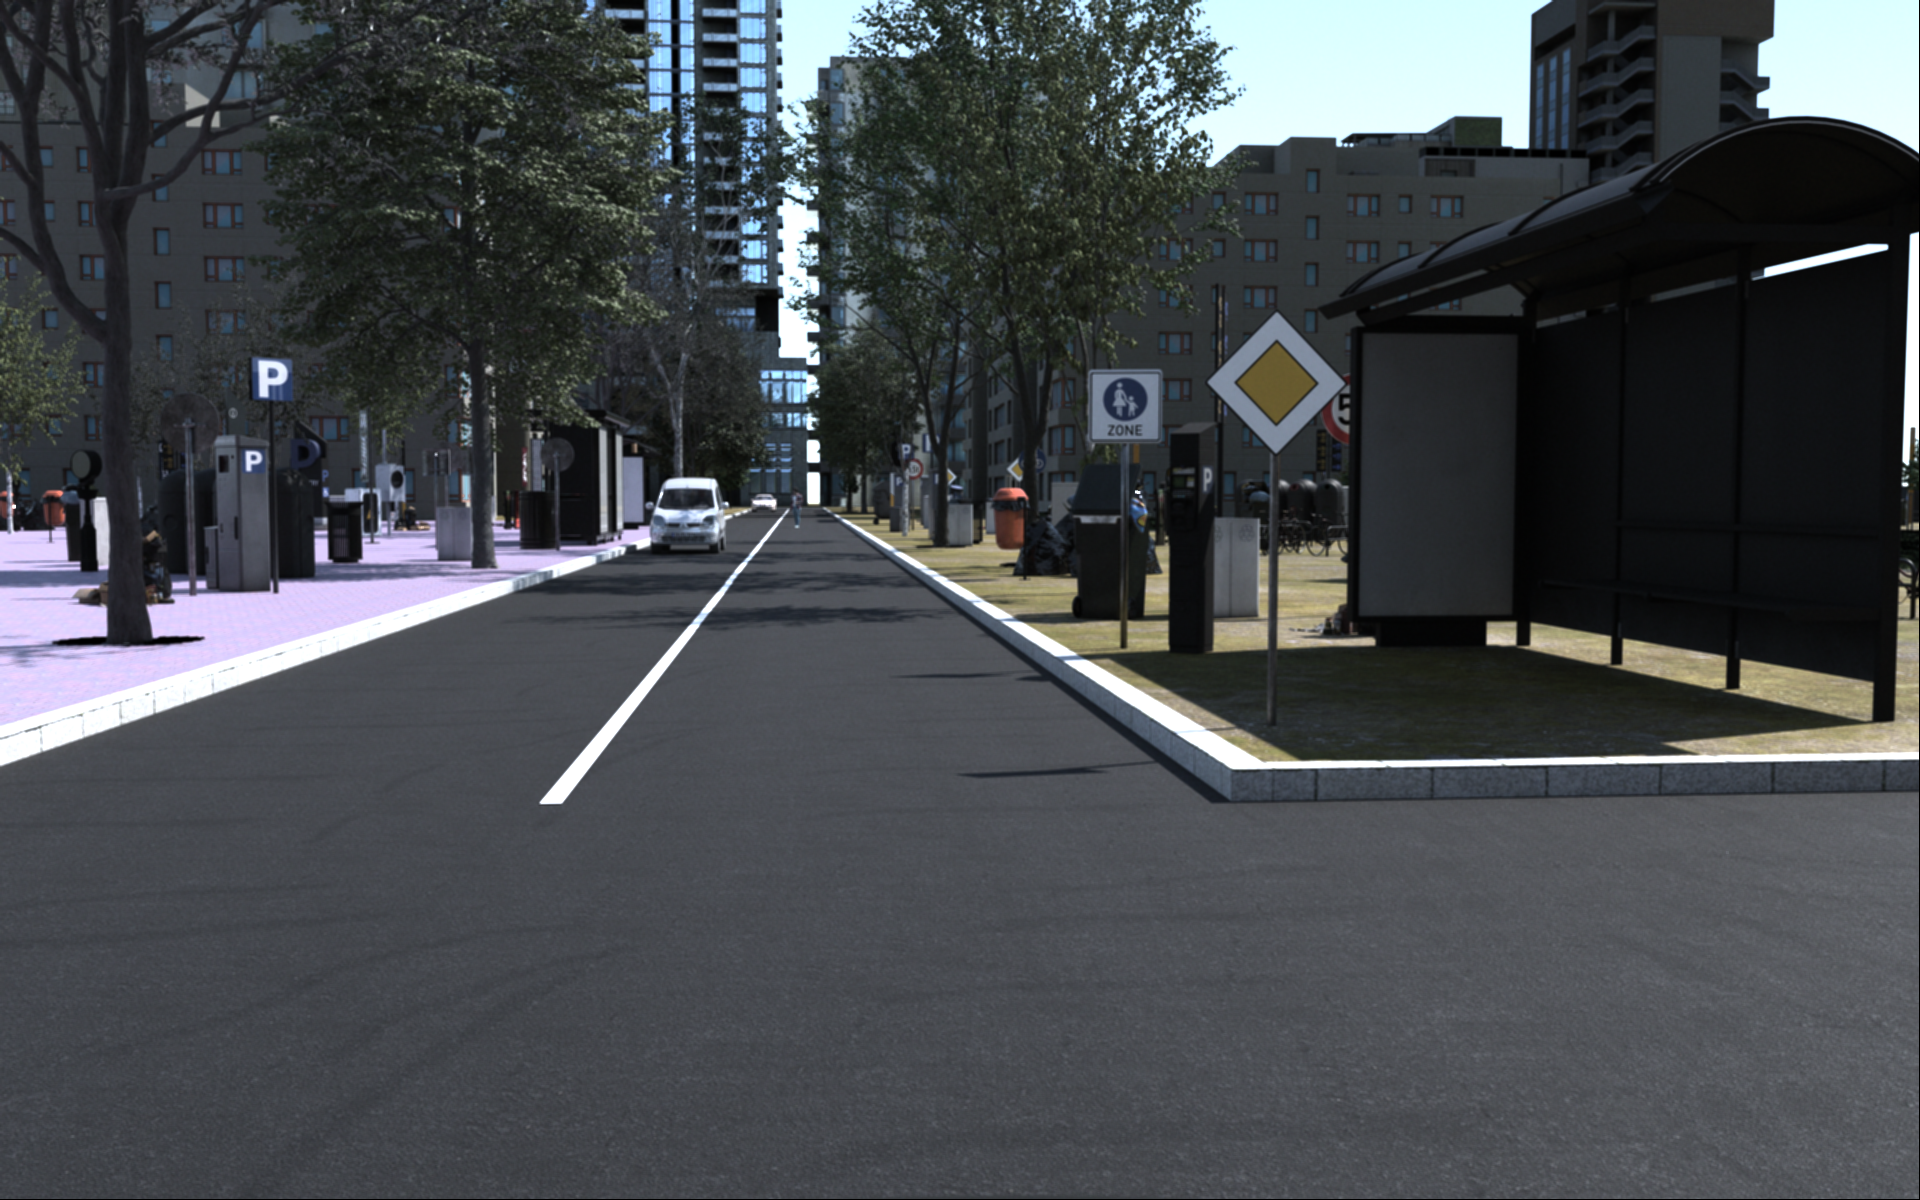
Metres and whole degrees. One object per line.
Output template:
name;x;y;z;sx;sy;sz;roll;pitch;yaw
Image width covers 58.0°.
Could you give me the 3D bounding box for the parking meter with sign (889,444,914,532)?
parking meter with sign;-2.007;-3.836;58.975;0.543;3.016;1.738;1;4;11

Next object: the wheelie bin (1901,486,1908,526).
wheelie bin;38.078;-3.808;70.174;0.693;1.594;0.980;-3;4;-39

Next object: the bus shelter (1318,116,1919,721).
bus shelter;4.284;-1.109;12.056;2.014;3.302;5.546;0;4;-5

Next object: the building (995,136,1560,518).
building;17.747;-16.101;108.289;27.650;21.520;28.899;0;4;-5

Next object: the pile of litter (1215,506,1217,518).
pile of litter;9.712;-3.320;68.253;1.719;0.858;1.176;-3;4;-38

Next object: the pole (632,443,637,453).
pole;-12.780;-4.539;68.054;0.158;3.312;0.155;0;3;0

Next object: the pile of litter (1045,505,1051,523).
pile of litter;4.095;-3.531;71.702;1.176;0.858;1.719;2;4;34

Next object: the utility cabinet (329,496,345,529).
utility cabinet;-23.143;-3.267;64.571;1.020;1.237;0.306;2;4;26

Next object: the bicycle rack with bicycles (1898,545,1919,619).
bicycle rack with bicycles;8.708;-0.310;18.449;2.852;0.926;2.925;-1;4;-20

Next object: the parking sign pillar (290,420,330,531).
parking sign pillar;-22.865;-4.429;60.879;1.447;3.967;1.447;1;4;16

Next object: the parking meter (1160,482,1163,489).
parking meter;9.456;-4.574;80.496;0.255;1.863;0.399;2;4;31

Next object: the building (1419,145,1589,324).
building;43.574;-22.977;147.382;14.107;30.474;14.160;0;4;-5

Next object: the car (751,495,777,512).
car;-15.854;-7.813;140.101;2.083;1.381;4.827;0;4;-3

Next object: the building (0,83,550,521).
building;-38.918;-15.351;96.033;27.650;21.520;28.899;0;4;-5

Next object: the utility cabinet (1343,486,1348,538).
utility cabinet;11.489;-2.515;49.793;1.173;1.500;0.318;0;4;5

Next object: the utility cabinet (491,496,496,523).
utility cabinet;-21.092;-4.073;77.749;0.306;1.237;1.020;0;4;-3

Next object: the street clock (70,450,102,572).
street clock;-14.440;-1.474;28.667;0.471;2.002;0.358;2;4;23

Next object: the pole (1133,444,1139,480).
pole;5.471;-3.669;53.837;0.158;3.312;0.155;0;3;0

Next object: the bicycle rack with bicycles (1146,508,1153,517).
bicycle rack with bicycles;7.417;-4.241;82.730;2.852;0.926;2.925;-3;4;-37

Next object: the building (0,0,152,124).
building;-84.730;-36.462;185.393;27.495;52.752;28.713;0;4;-5

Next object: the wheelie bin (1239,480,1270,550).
wheelie bin;6.880;-1.969;40.099;0.693;1.594;0.980;-1;4;-23

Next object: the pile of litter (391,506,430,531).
pile of litter;-19.161;-2.869;60.869;1.719;0.858;1.176;-2;4;-30

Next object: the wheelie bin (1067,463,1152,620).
wheelie bin;1.550;-0.612;17.914;0.980;1.594;0.693;2;4;31

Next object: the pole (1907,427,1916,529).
pole;28.897;-3.595;52.615;0.158;3.312;0.155;0;3;0

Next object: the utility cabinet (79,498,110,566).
utility cabinet;-15.392;-1.228;31.234;0.306;1.237;1.020;1;4;10

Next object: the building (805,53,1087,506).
building;-1.633;-34.926;190.640;30.456;49.044;23.786;0;4;-5

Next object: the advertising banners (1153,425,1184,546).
advertising banners;5.356;-2.893;43.489;0.090;3.025;2.074;2;4;33

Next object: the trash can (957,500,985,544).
trash can;0.279;-2.013;44.568;0.748;1.137;0.748;0;3;0

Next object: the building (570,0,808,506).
building;-32.182;-53.424;186.146;31.000;86.520;22.319;0;4;-5

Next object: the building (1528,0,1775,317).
building;57.807;-30.391;146.995;14.200;45.320;14.600;0;4;-5

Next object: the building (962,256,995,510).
building;15.298;-17.859;137.031;27.650;21.520;28.899;0;4;-5

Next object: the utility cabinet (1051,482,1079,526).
utility cabinet;2.213;-1.444;32.287;0.318;1.500;1.173;-3;4;-39

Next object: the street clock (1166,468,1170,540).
street clock;5.882;-2.647;47.853;0.358;2.002;0.471;-1;4;-16

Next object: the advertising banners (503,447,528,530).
advertising banners;-16.265;-4.117;63.499;0.090;3.025;2.074;1;4;11

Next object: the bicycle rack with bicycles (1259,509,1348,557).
bicycle rack with bicycles;7.259;-1.425;36.681;2.852;0.926;2.925;3;5;44

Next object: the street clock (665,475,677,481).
street clock;-10.860;-3.706;65.170;0.471;2.002;0.358;3;4;38

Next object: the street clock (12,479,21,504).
street clock;-39.705;-4.180;72.905;0.358;2.002;0.471;-1;4;-16

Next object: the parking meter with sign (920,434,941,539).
parking meter with sign;-0.670;-3.238;49.206;0.543;3.016;1.738;-1;4;-10

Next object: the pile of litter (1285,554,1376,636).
pile of litter;3.904;-0.123;15.972;1.176;0.858;1.719;-3;4;-38

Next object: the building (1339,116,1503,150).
building;49.797;-30.995;190.370;14.086;41.232;14.154;0;4;-5

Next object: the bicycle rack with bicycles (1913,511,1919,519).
bicycle rack with bicycles;38.109;-3.283;67.057;2.852;0.926;2.925;0;4;0

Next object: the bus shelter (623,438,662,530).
bus shelter;-12.403;-4.349;65.036;2.014;3.302;5.546;0;4;-5

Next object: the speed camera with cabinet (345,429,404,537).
speed camera with cabinet;-17.640;-3.540;52.218;0.660;3.252;2.038;1;4;21

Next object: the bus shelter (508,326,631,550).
bus shelter;-9.926;-4.070;44.169;2.179;5.291;8.768;0;4;-5

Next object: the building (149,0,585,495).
building;-45.165;-31.446;133.753;30.456;49.044;23.786;0;4;-5

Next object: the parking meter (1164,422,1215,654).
parking meter;1.876;-0.508;14.015;0.255;1.863;0.399;2;4;32

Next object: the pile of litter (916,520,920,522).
pile of litter;-1.303;-4.022;79.730;1.176;0.858;1.719;-2;4;-32

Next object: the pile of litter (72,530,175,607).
pile of litter;-9.822;-0.392;20.379;1.176;0.858;1.719;-1;4;-10

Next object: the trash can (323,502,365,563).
trash can;-11.496;-1.267;32.369;0.748;1.137;0.748;0;3;0

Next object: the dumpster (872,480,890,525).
dumpster;-3.039;-4.118;73.093;1.264;1.857;1.865;0;4;-5

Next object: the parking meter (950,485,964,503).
parking meter;-0.086;-2.417;47.921;0.372;1.533;0.369;0;3;0

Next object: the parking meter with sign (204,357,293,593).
parking meter with sign;-9.455;-1.626;22.853;1.738;3.016;0.543;3;5;42

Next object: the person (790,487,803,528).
person;-6.963;-3.948;73.893;0.563;1.720;0.643;2;4;29

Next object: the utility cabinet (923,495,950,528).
utility cabinet;-0.882;-3.260;64.459;1.020;1.237;0.306;3;4;36

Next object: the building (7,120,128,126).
building;-68.312;-22.385;137.699;14.107;30.474;14.160;0;4;-5

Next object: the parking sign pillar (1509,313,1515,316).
parking sign pillar;7.760;-2.318;26.365;1.447;3.967;1.447;2;4;29
